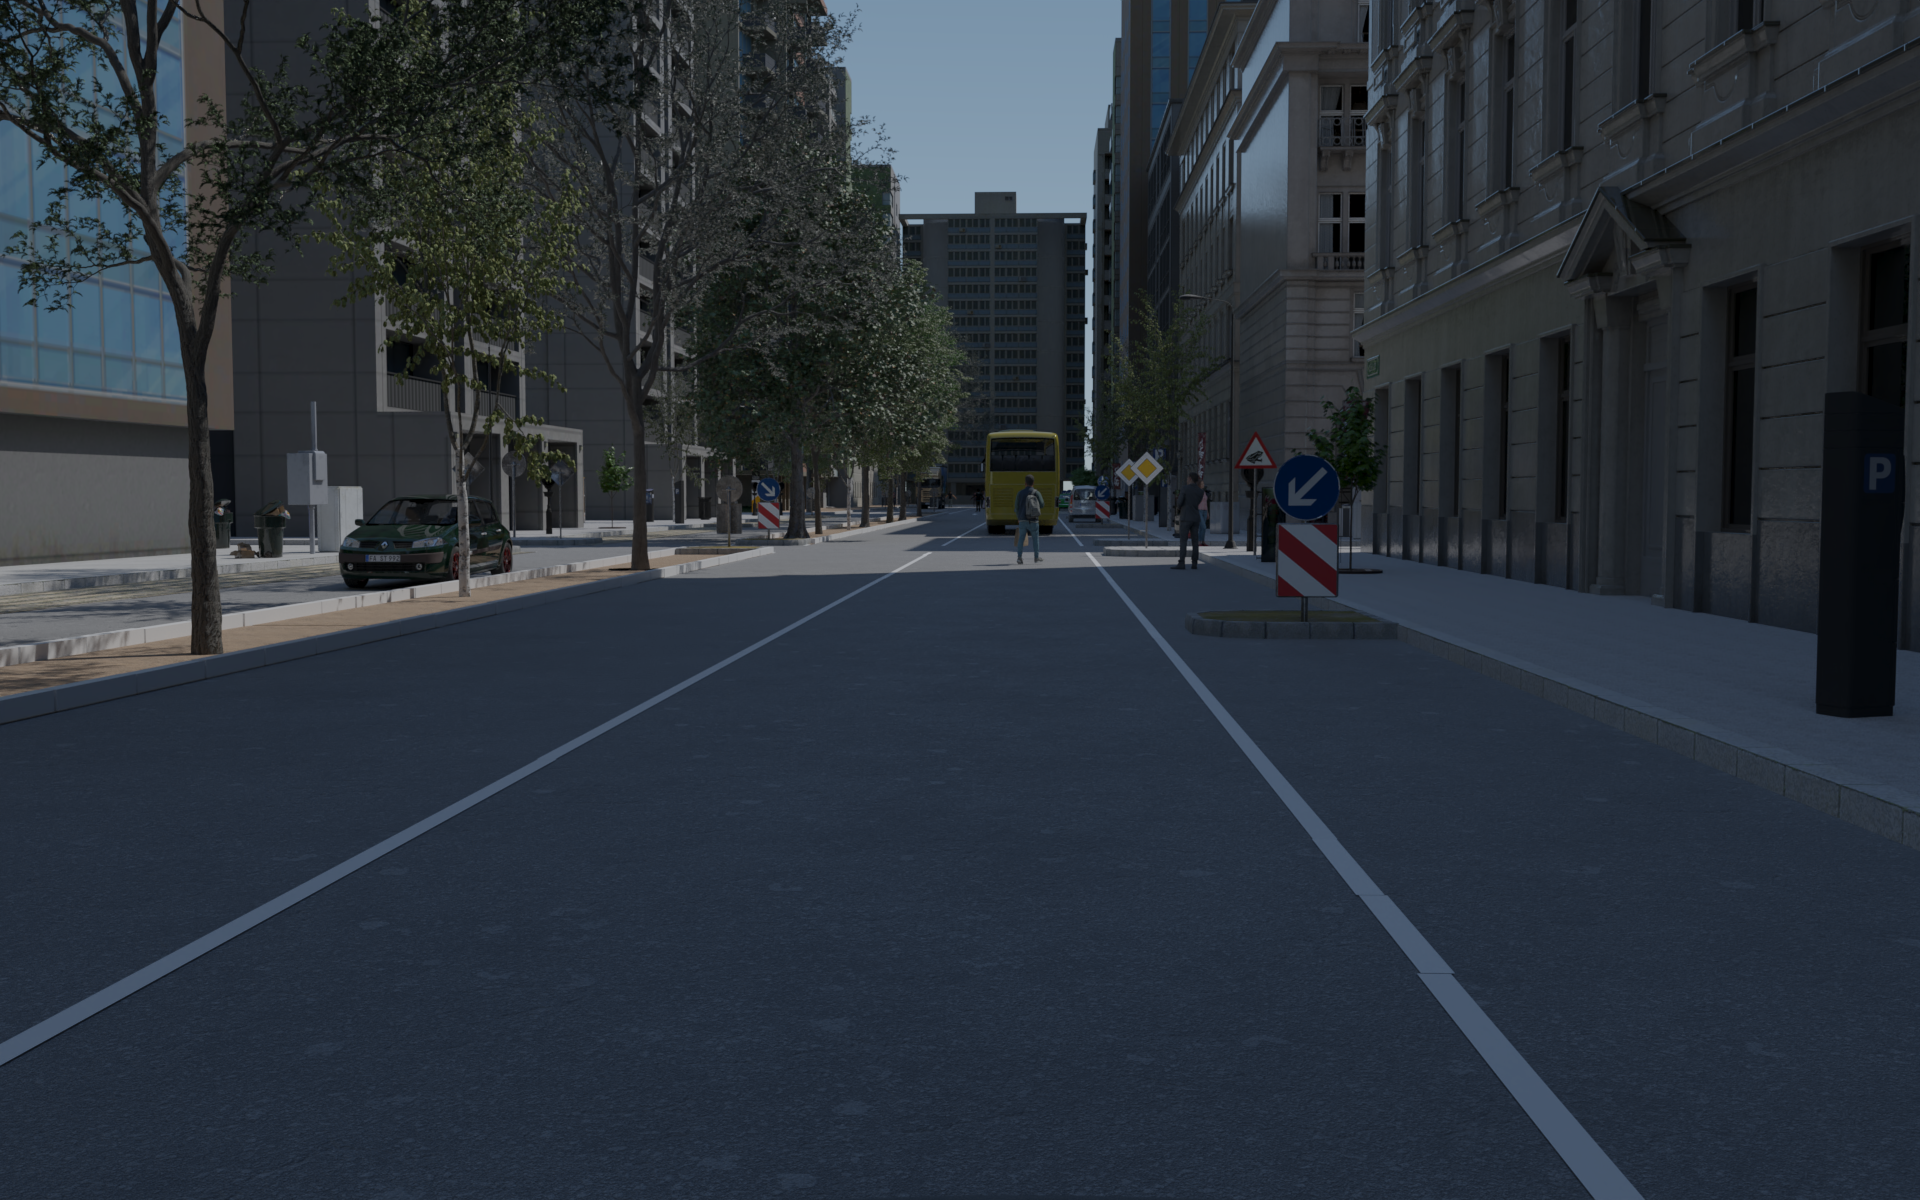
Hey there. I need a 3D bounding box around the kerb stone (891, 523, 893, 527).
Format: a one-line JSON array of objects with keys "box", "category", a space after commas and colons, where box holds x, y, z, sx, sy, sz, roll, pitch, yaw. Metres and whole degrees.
[{"box": [-3.099, -3.222, 74.889, 0.120, 0.150, 1.000, 0, 4, 3], "category": "kerb stone"}]

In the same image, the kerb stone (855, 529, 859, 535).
[{"box": [-3.747, -2.342, 60.534, 0.120, 0.150, 1.000, 0, 4, 3], "category": "kerb stone"}]

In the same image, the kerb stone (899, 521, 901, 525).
[{"box": [-2.900, -3.473, 78.973, 0.120, 0.150, 1.000, 0, 4, 3], "category": "kerb stone"}]

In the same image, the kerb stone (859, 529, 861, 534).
[{"box": [-3.702, -2.407, 61.555, 0.120, 0.150, 1.000, 0, 4, 3], "category": "kerb stone"}]

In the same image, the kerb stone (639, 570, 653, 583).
[{"box": [-5.222, -0.368, 28.224, 0.120, 0.150, 1.000, 0, 4, 3], "category": "kerb stone"}]

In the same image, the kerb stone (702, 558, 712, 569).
[{"box": [-4.984, -0.683, 33.360, 0.120, 0.150, 1.000, 0, 4, 3], "category": "kerb stone"}]

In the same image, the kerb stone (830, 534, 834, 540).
[{"box": [-4.074, -1.901, 53.363, 0.120, 0.150, 1.000, 0, 4, 3], "category": "kerb stone"}]

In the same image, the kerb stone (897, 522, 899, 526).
[{"box": [-2.948, -3.410, 77.952, 0.120, 0.150, 1.000, 0, 4, 3], "category": "kerb stone"}]

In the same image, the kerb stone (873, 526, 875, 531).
[{"box": [-3.466, -2.722, 66.693, 0.120, 0.150, 1.000, 0, 4, 3], "category": "kerb stone"}]

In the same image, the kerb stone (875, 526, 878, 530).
[{"box": [-3.414, -2.781, 67.720, 0.120, 0.150, 1.000, 0, 4, 3], "category": "kerb stone"}]

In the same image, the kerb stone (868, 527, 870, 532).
[{"box": [-3.556, -2.596, 64.647, 0.120, 0.150, 1.000, 0, 4, 3], "category": "kerb stone"}]

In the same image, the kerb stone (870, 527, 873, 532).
[{"box": [-3.505, -2.659, 65.670, 0.120, 0.150, 1.000, 0, 4, 3], "category": "kerb stone"}]

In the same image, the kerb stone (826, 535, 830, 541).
[{"box": [-4.120, -1.843, 52.328, 0.120, 0.150, 1.000, 0, 4, 3], "category": "kerb stone"}]

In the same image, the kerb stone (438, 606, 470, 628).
[{"box": [-5.637, 0.200, 19.022, 0.120, 0.150, 1.000, 0, 4, 3], "category": "kerb stone"}]

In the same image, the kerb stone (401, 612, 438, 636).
[{"box": [-5.684, 0.257, 17.998, 0.120, 0.150, 1.000, 0, 4, 3], "category": "kerb stone"}]

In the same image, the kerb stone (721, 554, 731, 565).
[{"box": [-4.886, -0.808, 35.409, 0.120, 0.150, 1.000, 0, 4, 3], "category": "kerb stone"}]

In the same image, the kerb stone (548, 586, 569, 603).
[{"box": [-5.442, -0.056, 23.105, 0.120, 0.150, 1.000, 0, 4, 3], "category": "kerb stone"}]

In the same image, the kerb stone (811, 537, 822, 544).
[{"box": [-4.201, -1.717, 50.282, 0.120, 0.150, 1.000, 0, 4, 3], "category": "kerb stone"}]

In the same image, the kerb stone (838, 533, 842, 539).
[{"box": [-3.980, -2.032, 55.413, 0.120, 0.150, 1.000, 0, 4, 3], "category": "kerb stone"}]

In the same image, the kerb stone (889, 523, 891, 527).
[{"box": [-3.142, -3.160, 73.868, 0.120, 0.150, 1.000, 0, 4, 3], "category": "kerb stone"}]

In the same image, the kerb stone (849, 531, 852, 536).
[{"box": [-3.842, -2.219, 58.481, 0.120, 0.150, 1.000, 0, 4, 3], "category": "kerb stone"}]

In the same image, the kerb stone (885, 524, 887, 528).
[{"box": [-3.237, -3.032, 71.823, 0.120, 0.150, 1.000, 0, 4, 3], "category": "kerb stone"}]

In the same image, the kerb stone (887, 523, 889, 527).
[{"box": [-3.187, -3.090, 72.844, 0.120, 0.150, 1.000, 0, 4, 3], "category": "kerb stone"}]

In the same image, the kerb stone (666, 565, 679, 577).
[{"box": [-5.116, -0.494, 30.275, 0.120, 0.150, 1.000, 0, 4, 3], "category": "kerb stone"}]

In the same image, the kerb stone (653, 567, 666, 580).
[{"box": [-5.172, -0.432, 29.252, 0.120, 0.150, 1.000, 0, 4, 3], "category": "kerb stone"}]

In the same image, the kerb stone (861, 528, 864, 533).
[{"box": [-3.656, -2.471, 62.589, 0.120, 0.150, 1.000, 0, 4, 3], "category": "kerb stone"}]

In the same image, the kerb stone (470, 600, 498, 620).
[{"box": [-5.594, 0.138, 20.043, 0.120, 0.150, 1.000, 0, 4, 3], "category": "kerb stone"}]

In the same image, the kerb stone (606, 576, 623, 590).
[{"box": [-5.307, -0.243, 26.171, 0.120, 0.150, 1.000, 0, 4, 3], "category": "kerb stone"}]

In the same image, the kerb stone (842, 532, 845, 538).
[{"box": [-3.930, -2.085, 56.434, 0.120, 0.150, 1.000, 0, 4, 3], "category": "kerb stone"}]

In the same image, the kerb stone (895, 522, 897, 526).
[{"box": [-2.999, -3.348, 76.931, 0.120, 0.150, 1.000, 0, 4, 3], "category": "kerb stone"}]

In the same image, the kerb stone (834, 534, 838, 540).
[{"box": [-4.026, -1.967, 54.387, 0.120, 0.150, 1.000, 0, 4, 3], "category": "kerb stone"}]

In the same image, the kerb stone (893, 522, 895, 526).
[{"box": [-3.049, -3.283, 75.910, 0.120, 0.150, 1.000, 0, 4, 3], "category": "kerb stone"}]

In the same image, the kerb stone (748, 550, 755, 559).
[{"box": [-4.753, -0.992, 38.481, 0.120, 0.150, 1.000, 0, 4, 3], "category": "kerb stone"}]

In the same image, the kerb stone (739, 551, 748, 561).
[{"box": [-4.791, -0.934, 37.460, 0.120, 0.150, 1.000, 0, 4, 3], "category": "kerb stone"}]

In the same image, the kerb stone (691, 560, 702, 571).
[{"box": [-5.028, -0.618, 32.334, 0.120, 0.150, 1.000, 0, 4, 3], "category": "kerb stone"}]

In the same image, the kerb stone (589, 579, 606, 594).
[{"box": [-5.359, -0.176, 25.151, 0.120, 0.150, 1.000, 0, 4, 3], "category": "kerb stone"}]

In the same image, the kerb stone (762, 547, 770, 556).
[{"box": [-4.653, -1.121, 40.532, 0.120, 0.150, 1.000, 0, 4, 3], "category": "kerb stone"}]

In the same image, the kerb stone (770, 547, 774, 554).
[{"box": [-4.609, -1.184, 41.553, 0.120, 0.150, 1.000, 0, 4, 3], "category": "kerb stone"}]

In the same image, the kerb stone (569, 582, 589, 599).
[{"box": [-5.398, -0.118, 24.127, 0.120, 0.150, 1.000, 0, 4, 3], "category": "kerb stone"}]

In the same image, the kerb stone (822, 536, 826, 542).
[{"box": [-4.169, -1.780, 51.305, 0.120, 0.150, 1.000, 0, 4, 3], "category": "kerb stone"}]

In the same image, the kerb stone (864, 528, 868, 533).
[{"box": [-3.600, -2.534, 63.625, 0.120, 0.150, 1.000, 0, 4, 3], "category": "kerb stone"}]

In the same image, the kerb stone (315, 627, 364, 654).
[{"box": [-5.773, 0.382, 15.956, 0.120, 0.150, 1.000, 0, 4, 3], "category": "kerb stone"}]

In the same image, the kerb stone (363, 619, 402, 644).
[{"box": [-5.735, 0.323, 16.977, 0.120, 0.150, 1.000, 0, 4, 3], "category": "kerb stone"}]

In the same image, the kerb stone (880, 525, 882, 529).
[{"box": [-3.329, -2.910, 69.767, 0.120, 0.150, 1.000, 0, 4, 3], "category": "kerb stone"}]

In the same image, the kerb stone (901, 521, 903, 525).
[{"box": [-2.870, -3.536, 80.003, 0.120, 0.150, 1.000, 0, 4, 3], "category": "kerb stone"}]

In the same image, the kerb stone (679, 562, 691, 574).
[{"box": [-5.070, -0.557, 31.312, 0.120, 0.150, 1.000, 0, 4, 3], "category": "kerb stone"}]

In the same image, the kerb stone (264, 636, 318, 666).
[{"box": [-5.820, 0.445, 14.929, 0.120, 0.150, 1.000, 0, 4, 3], "category": "kerb stone"}]

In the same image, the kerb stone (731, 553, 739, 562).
[{"box": [-4.839, -0.869, 36.435, 0.120, 0.150, 1.000, 0, 4, 3], "category": "kerb stone"}]

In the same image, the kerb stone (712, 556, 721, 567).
[{"box": [-4.943, -0.746, 34.387, 0.120, 0.150, 1.000, 0, 4, 3], "category": "kerb stone"}]

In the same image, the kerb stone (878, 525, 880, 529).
[{"box": [-3.380, -2.847, 68.741, 0.120, 0.150, 1.000, 0, 4, 3], "category": "kerb stone"}]

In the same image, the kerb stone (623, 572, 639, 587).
[{"box": [-5.252, -0.306, 27.195, 0.120, 0.150, 1.000, 0, 4, 3], "category": "kerb stone"}]

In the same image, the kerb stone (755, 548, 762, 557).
[{"box": [-4.706, -1.055, 39.506, 0.120, 0.150, 1.000, 0, 4, 3], "category": "kerb stone"}]

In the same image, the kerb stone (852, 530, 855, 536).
[{"box": [-3.793, -2.282, 59.508, 0.120, 0.150, 1.000, 0, 4, 3], "category": "kerb stone"}]

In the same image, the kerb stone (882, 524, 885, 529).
[{"box": [-3.277, -2.972, 70.795, 0.120, 0.150, 1.000, 0, 4, 3], "category": "kerb stone"}]

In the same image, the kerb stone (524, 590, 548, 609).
[{"box": [-5.489, 0.007, 22.084, 0.120, 0.150, 1.000, 0, 4, 3], "category": "kerb stone"}]

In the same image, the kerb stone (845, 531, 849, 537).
[{"box": [-3.882, -2.154, 57.455, 0.120, 0.150, 1.000, 0, 4, 3], "category": "kerb stone"}]

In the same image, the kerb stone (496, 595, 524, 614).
[{"box": [-5.537, 0.069, 21.063, 0.120, 0.150, 1.000, 0, 4, 3], "category": "kerb stone"}]
